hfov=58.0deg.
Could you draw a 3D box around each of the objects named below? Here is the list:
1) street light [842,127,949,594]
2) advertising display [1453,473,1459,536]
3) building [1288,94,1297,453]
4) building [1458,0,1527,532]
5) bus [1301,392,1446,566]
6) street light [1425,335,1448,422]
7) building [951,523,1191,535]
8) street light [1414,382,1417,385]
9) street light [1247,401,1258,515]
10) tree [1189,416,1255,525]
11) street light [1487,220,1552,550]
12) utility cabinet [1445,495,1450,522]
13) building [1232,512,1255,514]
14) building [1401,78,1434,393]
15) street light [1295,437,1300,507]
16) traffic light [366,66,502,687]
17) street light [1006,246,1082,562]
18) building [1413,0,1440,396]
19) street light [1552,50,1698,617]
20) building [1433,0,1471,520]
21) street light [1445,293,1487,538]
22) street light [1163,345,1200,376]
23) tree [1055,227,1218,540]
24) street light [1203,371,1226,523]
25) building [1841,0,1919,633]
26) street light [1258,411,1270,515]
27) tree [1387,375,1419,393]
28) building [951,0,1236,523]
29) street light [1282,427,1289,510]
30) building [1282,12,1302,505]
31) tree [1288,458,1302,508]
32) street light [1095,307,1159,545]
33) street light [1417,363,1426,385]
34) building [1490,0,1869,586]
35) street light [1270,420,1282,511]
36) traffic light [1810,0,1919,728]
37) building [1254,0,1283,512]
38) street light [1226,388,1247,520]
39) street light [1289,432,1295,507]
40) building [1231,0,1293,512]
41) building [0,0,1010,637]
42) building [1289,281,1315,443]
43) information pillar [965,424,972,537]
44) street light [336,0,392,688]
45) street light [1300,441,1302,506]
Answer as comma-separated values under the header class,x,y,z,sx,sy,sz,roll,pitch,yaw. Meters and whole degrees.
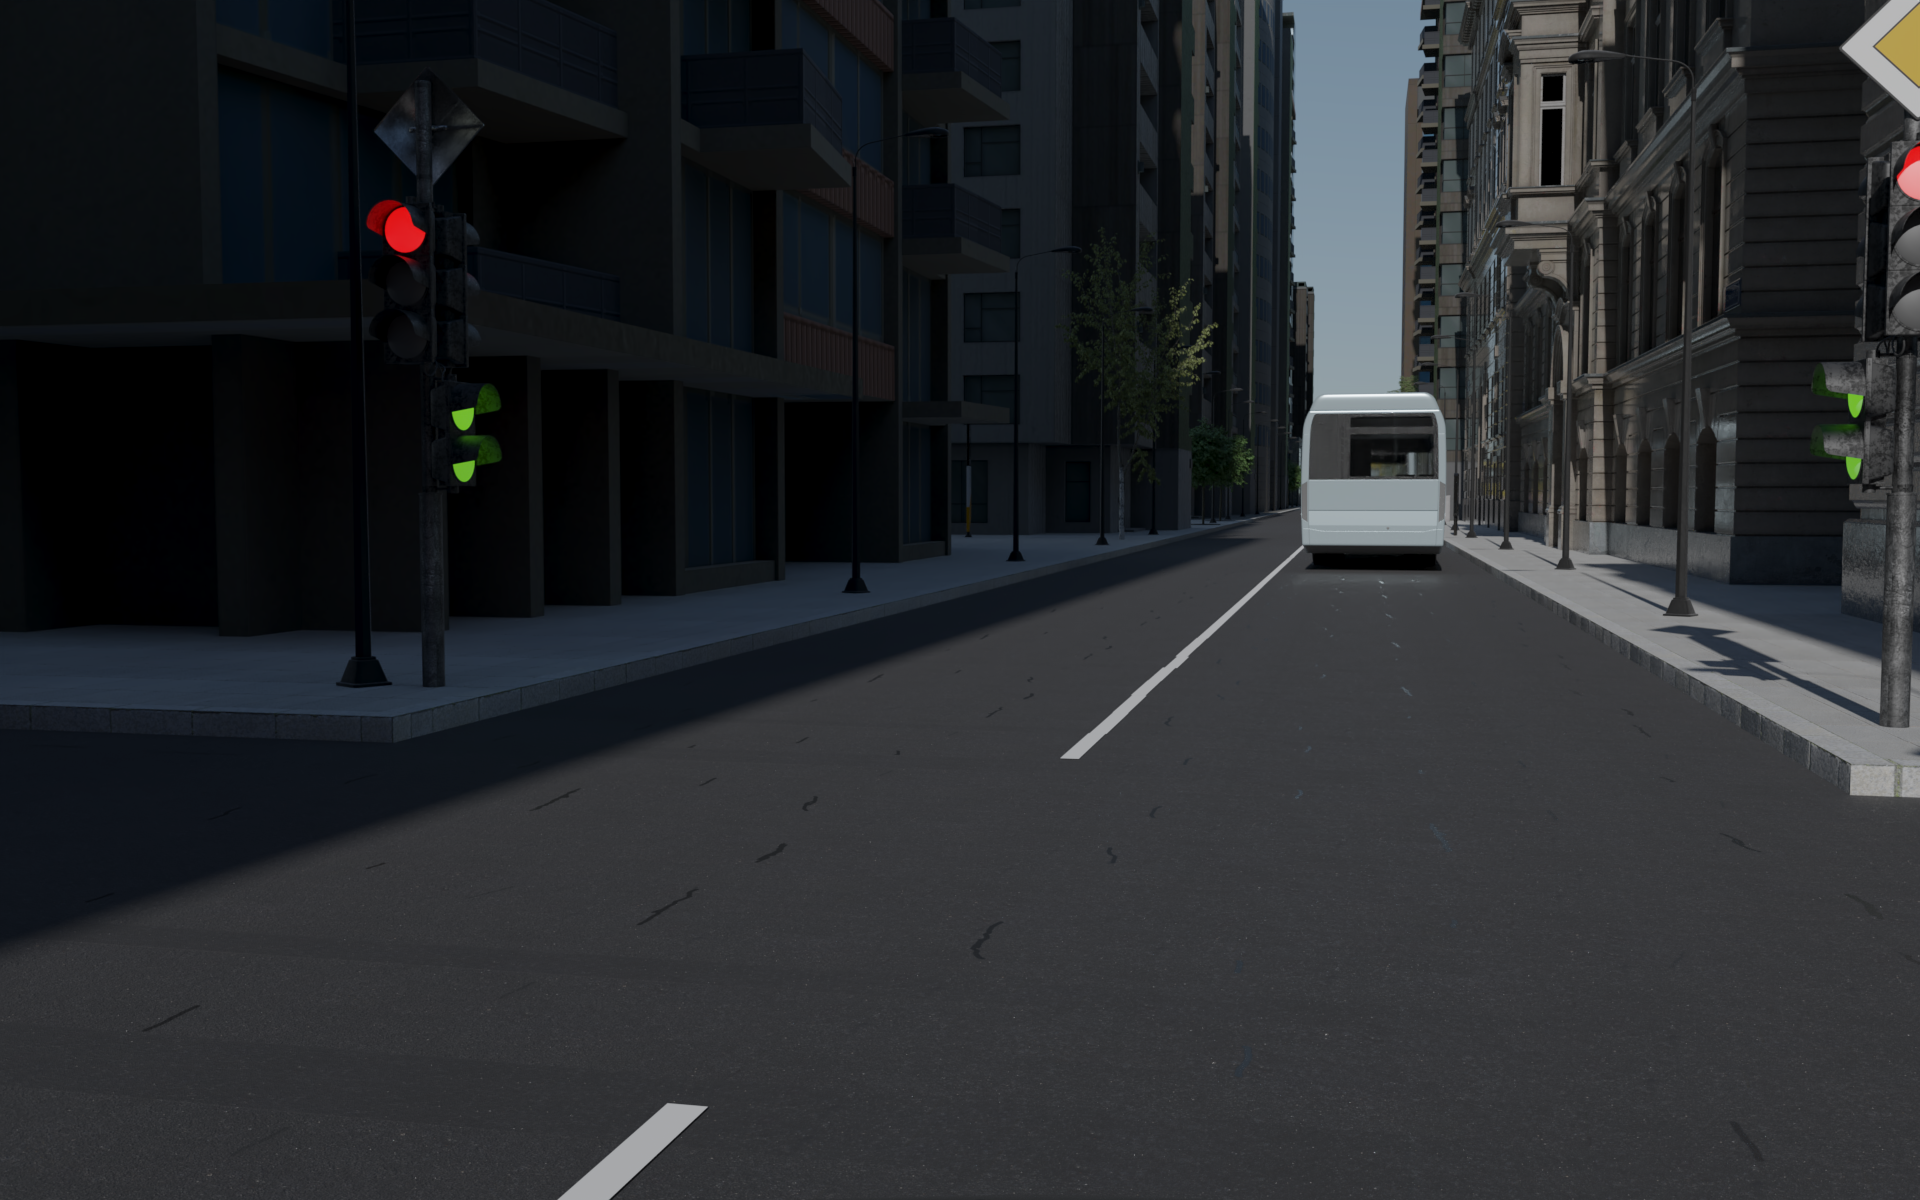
class,x,y,z,sx,sy,sz,roll,pitch,yaw
street light,-0.825,-3.038,22.210,1.470,5.913,1.316,1,4,13
advertising display,15.397,-2.969,53.750,0.123,1.923,0.974,1,4,18
building,23.729,-32.274,182.303,22.147,44.769,28.867,1,4,13
building,26.533,-16.562,68.054,12.463,27.353,25.104,1,4,13
bus,9.123,-2.635,37.938,2.948,3.499,13.247,1,4,14
street light,14.441,-4.776,50.629,1.470,5.913,1.316,1,4,13
building,0.394,-17.621,59.809,14.160,30.474,14.107,1,4,13
street light,19.487,-6.067,71.739,1.470,5.913,1.316,1,4,13
street light,13.923,-6.958,86.296,1.470,5.913,1.316,1,4,13
tree,10.113,-5.428,72.454,4.285,4.588,4.351,0,3,0
street light,9.773,-3.478,29.414,1.470,5.913,1.316,1,4,13
utility cabinet,22.218,-4.160,79.178,0.306,1.237,1.020,1,4,12
building,11.100,-25.965,108.119,14.154,41.232,14.086,1,4,13
building,53.748,-32.533,182.018,14.600,45.320,14.200,1,4,13
street light,26.721,-10.320,141.265,1.470,5.913,1.316,1,4,13
traffic light,-3.494,-1.377,11.431,0.839,4.253,0.868,1,4,13
street light,1.591,-3.682,32.739,1.470,5.913,1.316,1,4,13
building,48.231,-29.656,139.498,22.147,44.769,28.867,1,4,13
street light,7.065,-2.792,18.194,1.470,5.913,1.316,1,4,13
building,31.916,-19.463,89.923,14.160,30.474,14.107,1,4,13
street light,12.091,-4.124,39.965,1.470,5.913,1.316,1,4,13
street light,6.621,-4.999,54.269,1.470,5.913,1.316,1,4,13
tree,4.775,-5.998,48.434,4.737,8.622,4.395,0,3,0
street light,9.154,-5.696,65.666,1.470,5.913,1.316,1,4,13
building,17.387,-11.149,11.164,19.941,23.489,11.050,1,4,13
street light,16.488,-7.642,97.487,1.470,5.913,1.316,1,4,13
tree,42.500,-15.122,165.367,7.486,12.596,7.792,0,3,0
building,7.217,-19.679,93.446,14.160,30.474,14.107,1,4,13
street light,21.769,-9.003,119.735,1.470,5.913,1.316,1,4,13
building,30.864,-54.921,210.634,22.319,86.520,31.000,1,4,13
tree,30.389,-10.771,159.821,4.285,4.588,4.351,0,3,0
street light,4.099,-4.324,43.246,1.470,5.913,1.316,1,4,13
street light,16.992,-5.424,61.229,1.470,5.913,1.316,1,4,13
building,19.720,-13.454,39.061,14.460,24.649,34.723,1,4,13
street light,19.170,-8.307,108.353,1.470,5.913,1.316,1,4,13
traffic light,5.144,-1.256,9.455,0.839,4.253,0.868,1,4,13
building,12.614,-35.897,128.908,21.231,58.520,28.212,1,4,13
street light,11.713,-6.345,76.277,1.470,5.913,1.316,1,4,13
street light,24.200,-9.646,130.260,1.470,5.913,1.316,1,4,13
building,21.038,-28.475,149.159,14.154,41.232,14.086,1,4,13
building,-11.427,-22.899,29.032,22.147,44.769,28.867,1,4,13
building,40.315,-28.240,233.426,14.160,30.474,14.107,1,4,13
information pillar,0.262,-3.674,51.424,0.183,3.616,0.504,0,4,6
street light,-3.473,-2.372,11.316,1.470,5.913,1.316,1,4,13
street light,29.229,-10.962,151.772,1.470,5.913,1.316,1,4,13
